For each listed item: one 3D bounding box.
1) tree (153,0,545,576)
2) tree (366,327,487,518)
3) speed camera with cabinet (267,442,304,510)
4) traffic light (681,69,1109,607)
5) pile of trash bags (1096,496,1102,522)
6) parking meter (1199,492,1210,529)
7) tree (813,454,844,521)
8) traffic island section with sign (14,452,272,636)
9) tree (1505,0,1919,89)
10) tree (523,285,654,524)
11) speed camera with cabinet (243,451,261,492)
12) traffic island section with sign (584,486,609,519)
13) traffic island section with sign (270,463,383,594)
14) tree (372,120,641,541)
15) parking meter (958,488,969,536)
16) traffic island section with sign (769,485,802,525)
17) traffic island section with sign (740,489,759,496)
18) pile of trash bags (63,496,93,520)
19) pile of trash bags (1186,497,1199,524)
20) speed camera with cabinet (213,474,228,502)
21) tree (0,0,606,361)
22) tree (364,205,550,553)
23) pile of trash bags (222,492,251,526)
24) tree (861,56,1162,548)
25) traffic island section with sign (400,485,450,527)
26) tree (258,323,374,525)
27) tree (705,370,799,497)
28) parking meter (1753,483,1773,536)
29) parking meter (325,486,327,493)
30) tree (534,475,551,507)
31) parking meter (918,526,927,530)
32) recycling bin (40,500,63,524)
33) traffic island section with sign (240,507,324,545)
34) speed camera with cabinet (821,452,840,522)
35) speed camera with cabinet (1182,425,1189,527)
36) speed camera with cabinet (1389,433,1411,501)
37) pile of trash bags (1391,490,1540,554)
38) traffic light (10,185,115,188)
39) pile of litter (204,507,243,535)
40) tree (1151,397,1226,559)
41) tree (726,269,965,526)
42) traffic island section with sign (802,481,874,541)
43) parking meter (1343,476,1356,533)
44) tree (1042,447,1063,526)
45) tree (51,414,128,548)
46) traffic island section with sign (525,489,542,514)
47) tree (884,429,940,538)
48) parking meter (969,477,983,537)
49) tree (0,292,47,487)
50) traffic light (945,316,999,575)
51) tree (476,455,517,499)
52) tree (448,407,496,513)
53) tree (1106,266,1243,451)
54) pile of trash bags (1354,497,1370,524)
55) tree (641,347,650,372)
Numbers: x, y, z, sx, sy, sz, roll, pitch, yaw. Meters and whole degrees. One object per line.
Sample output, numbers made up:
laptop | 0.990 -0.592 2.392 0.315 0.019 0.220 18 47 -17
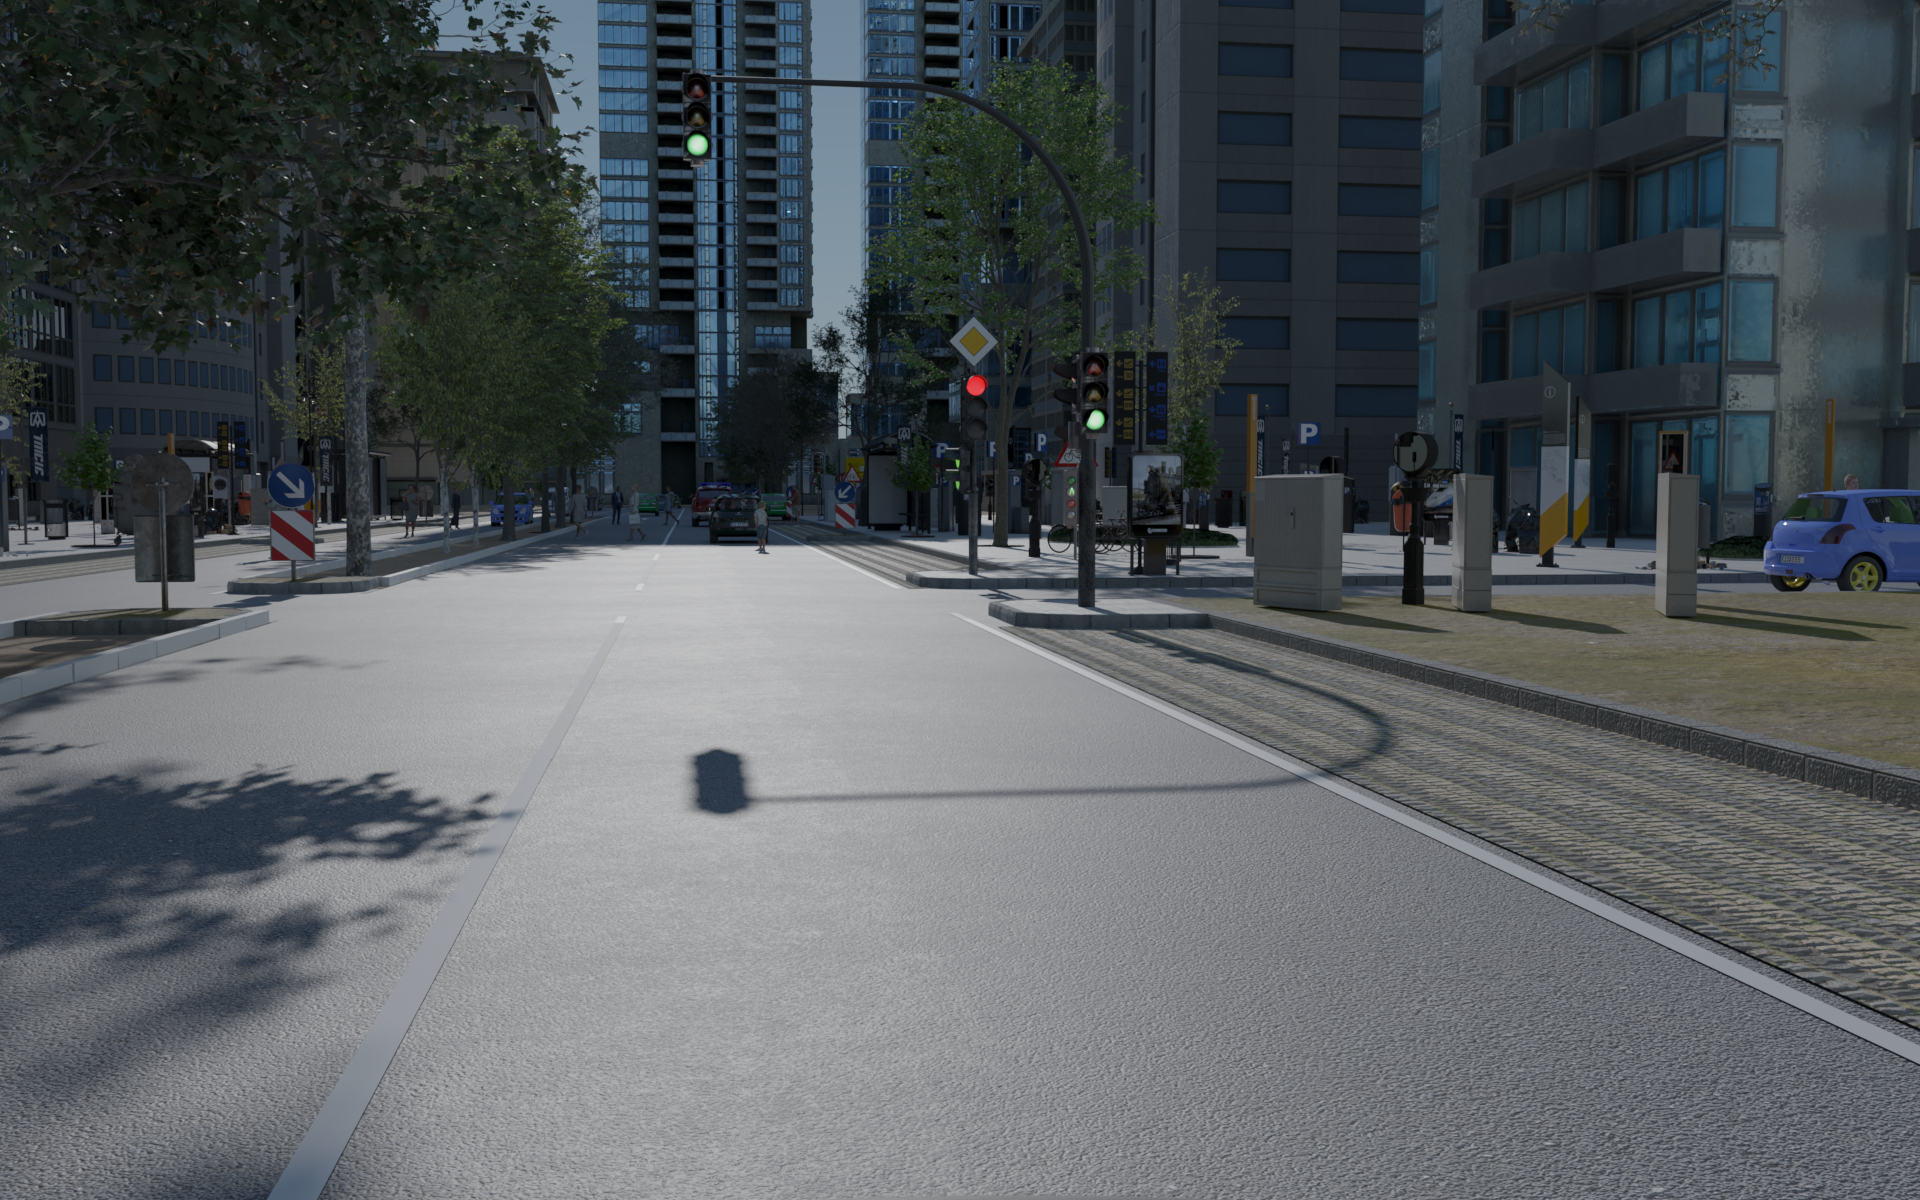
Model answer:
tree | -11.808 -10.513 30.241 12.611 20.169 13.585 0 3 0
tree | -28.456 -9.588 91.176 7.601 10.594 8.767 0 4 -7
speed camera with cabinet | -26.068 -4.442 66.963 0.660 3.252 2.038 0 4 2
traffic light | -0.642 -2.722 19.178 4.771 5.953 1.251 -1 4 -9
pile of trash bags | 6.851 -4.287 79.849 1.912 1.369 3.447 2 4 28
parking meter | 8.699 -3.259 61.701 0.372 1.533 0.369 0 3 0
tree | -6.292 -5.452 83.743 1.663 3.219 1.824 0 3 0
traffic island section with sign | -8.664 -0.630 18.441 2.006 1.907 1.989 -1 4 -9
tree | 5.609 -5.955 7.733 12.009 13.543 11.850 0 3 0
tree | -18.502 -9.472 83.087 9.928 11.665 9.643 0 3 0
speed camera with cabinet | -32.298 -5.227 79.796 0.660 3.252 2.038 0 4 3
traffic island section with sign | -21.272 -5.620 100.022 2.006 1.907 1.989 -1 4 -9
traffic island section with sign | -9.786 -1.078 25.763 2.006 1.907 1.989 -1 4 -9
tree | -13.958 -8.097 52.966 7.486 12.596 7.792 0 3 0
parking meter | 0.118 -2.764 53.605 0.372 1.533 0.369 0 3 0
traffic island section with sign | -7.882 -4.373 80.130 1.989 1.847 2.006 -1 4 -9
traffic island section with sign | -15.308 -7.314 128.214 1.989 1.847 2.006 -1 4 -9
pile of trash bags | -43.512 -4.586 84.728 3.447 1.369 1.912 -1 4 -21
pile of trash bags | 9.195 -3.884 73.262 1.912 1.369 3.447 2 4 25
speed camera with cabinet | -35.813 -5.368 82.098 2.038 3.252 0.660 -2 4 -25
tree | -7.560 -5.677 12.279 9.611 12.733 9.660 0 3 0
tree | -12.267 -5.403 41.163 4.737 8.622 4.395 0 3 0
pile of trash bags | -29.866 -3.733 70.783 3.447 1.369 1.912 3 5 42
tree | 1.088 -7.086 41.613 9.928 11.665 9.643 0 3 0
traffic island section with sign | -23.601 -4.154 76.553 1.989 1.847 2.006 -1 4 -9
tree | -26.674 -7.462 72.365 4.360 8.622 3.978 0 3 0
tree | -20.426 -16.350 173.977 9.857 13.997 8.962 0 3 0
parking meter | 18.232 -1.891 39.332 0.372 1.533 0.369 0 3 0
parking meter | -32.264 -5.067 88.558 0.399 1.863 0.255 -1 4 -21
tree | -42.076 -11.015 174.697 1.663 3.219 1.824 0 3 0
parking meter | -1.341 -3.389 61.116 0.255 1.863 0.399 -2 4 -33
recycling bin | -39.046 -3.785 74.434 0.722 1.027 0.722 -3 5 -44
traffic island section with sign | -19.475 -2.525 49.915 1.989 1.847 2.006 -1 4 -9
speed camera with cabinet | -6.017 -5.278 80.635 0.660 3.252 2.038 -1 4 -12
speed camera with cabinet | 6.224 -3.439 50.556 0.660 3.252 2.038 0 4 -3
speed camera with cabinet | 14.603 -3.770 55.969 0.660 3.252 2.038 -1 4 -14
pile of trash bags | 11.280 -1.745 38.282 3.447 1.369 1.912 1 4 20
traffic light | -13.872 -3.102 25.383 4.771 5.953 1.251 -1 4 -9
pile of litter | -23.674 -2.534 55.395 1.176 0.858 1.719 2 4 33
tree | 4.733 -2.454 34.727 1.663 3.219 1.824 0 3 0
tree | -3.725 -8.261 69.474 7.601 10.594 8.767 3 4 37
traffic island section with sign | -3.707 -2.725 53.174 1.989 1.847 2.006 -1 4 -9
parking meter | 12.739 -3.123 56.770 0.399 1.863 0.255 2 4 35
tree | 4.155 -4.642 70.493 1.663 3.219 1.824 0 3 0
tree | -20.902 -2.897 41.968 1.663 3.219 1.824 0 3 0
traffic island section with sign | -31.196 -7.165 125.777 1.989 1.847 2.006 -1 4 -9
tree | -1.176 -3.472 51.375 1.663 3.219 1.824 0 3 0
parking meter | 0.486 -2.853 52.363 0.399 1.863 0.255 0 4 4
tree | -31.558 -6.458 55.953 4.360 8.622 3.978 0 3 0
traffic light | 0.192 -2.361 27.528 0.839 4.253 0.868 -1 4 -9
tree | -36.387 -9.330 136.260 4.285 4.588 4.351 0 3 0
tree | -33.475 -10.324 119.159 4.360 8.622 3.978 0 3 0
tree | 6.997 -6.445 55.736 4.360 8.622 3.978 0 3 0
pile of trash bags | 16.728 -3.981 74.840 1.912 1.369 3.447 1 4 13
tree | -17.039 -9.335 73.218 7.486 12.596 7.792 0 3 0
